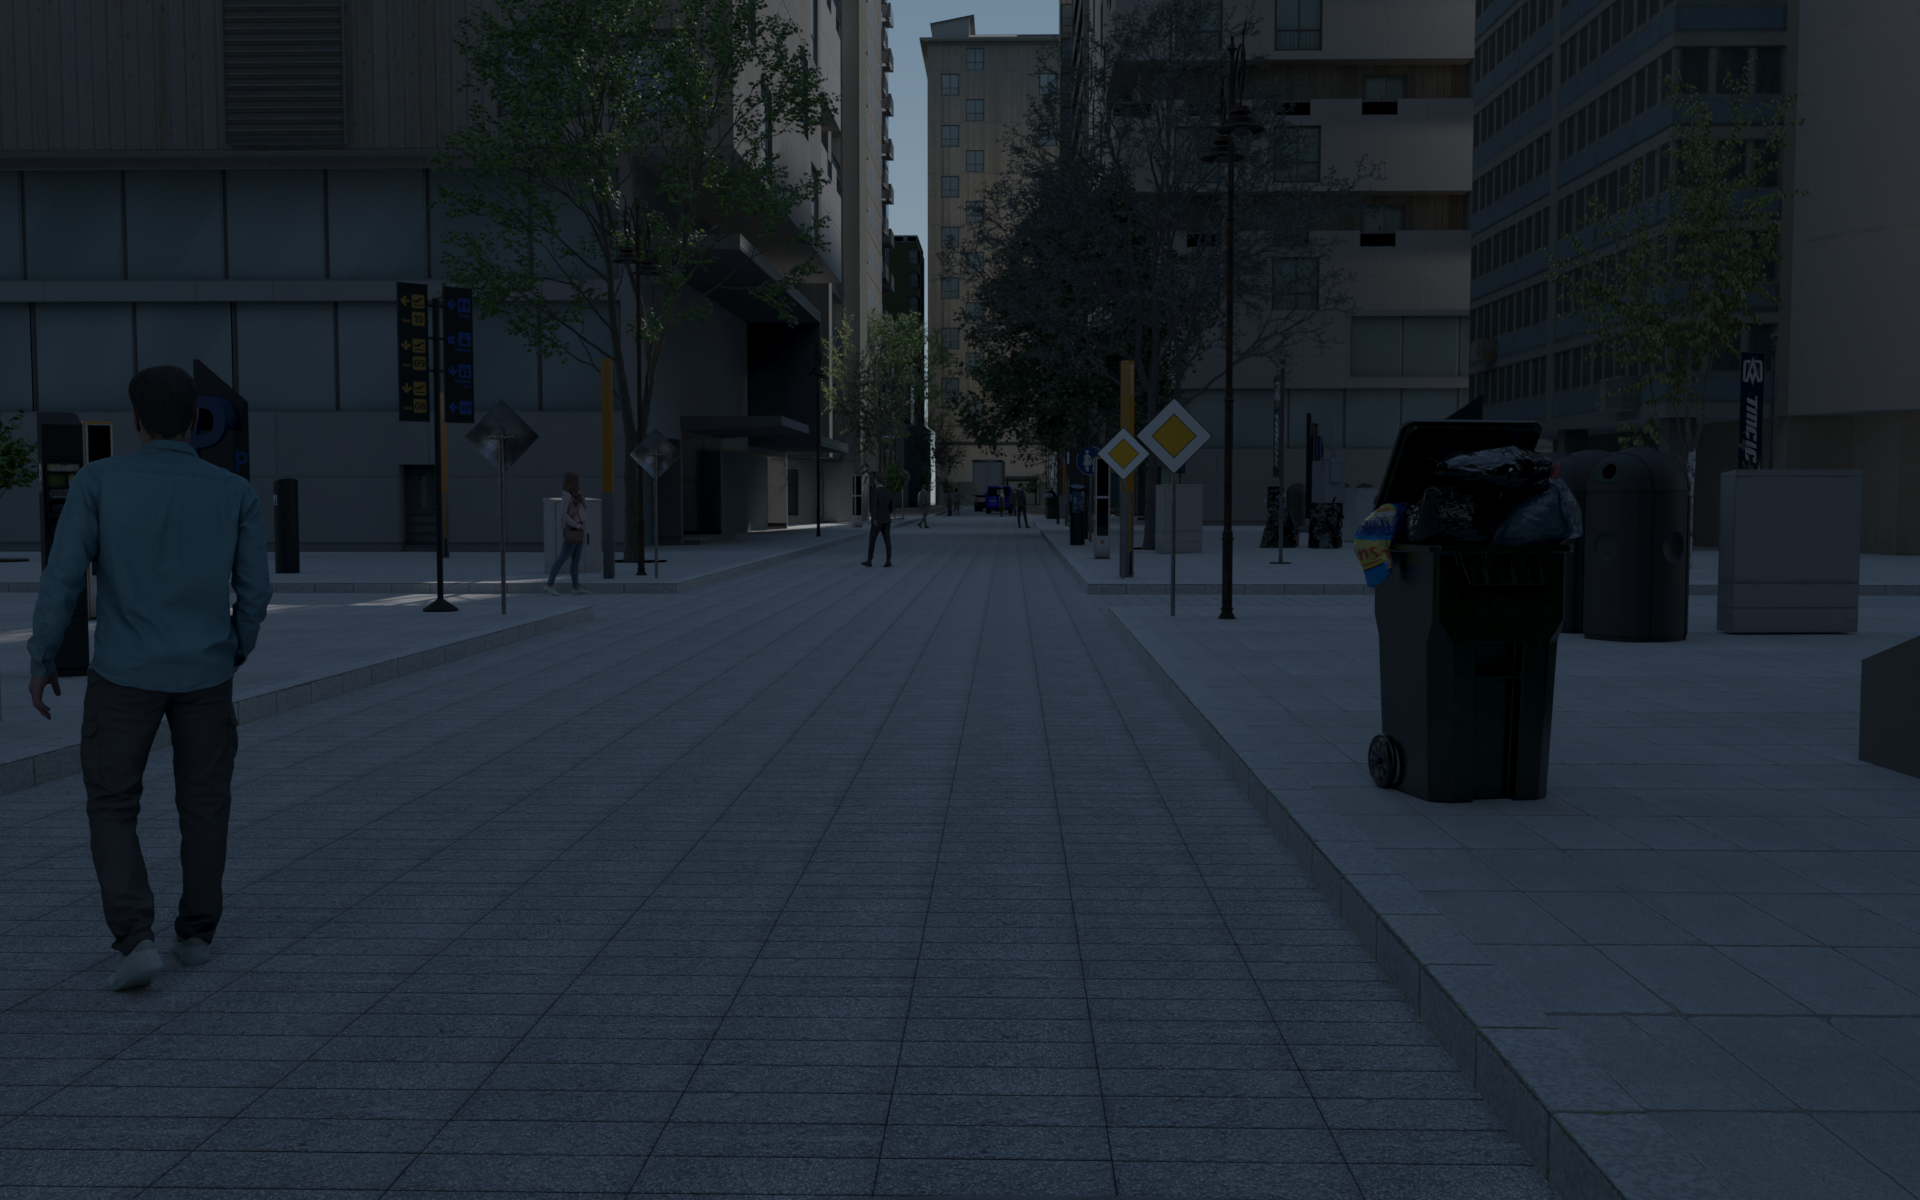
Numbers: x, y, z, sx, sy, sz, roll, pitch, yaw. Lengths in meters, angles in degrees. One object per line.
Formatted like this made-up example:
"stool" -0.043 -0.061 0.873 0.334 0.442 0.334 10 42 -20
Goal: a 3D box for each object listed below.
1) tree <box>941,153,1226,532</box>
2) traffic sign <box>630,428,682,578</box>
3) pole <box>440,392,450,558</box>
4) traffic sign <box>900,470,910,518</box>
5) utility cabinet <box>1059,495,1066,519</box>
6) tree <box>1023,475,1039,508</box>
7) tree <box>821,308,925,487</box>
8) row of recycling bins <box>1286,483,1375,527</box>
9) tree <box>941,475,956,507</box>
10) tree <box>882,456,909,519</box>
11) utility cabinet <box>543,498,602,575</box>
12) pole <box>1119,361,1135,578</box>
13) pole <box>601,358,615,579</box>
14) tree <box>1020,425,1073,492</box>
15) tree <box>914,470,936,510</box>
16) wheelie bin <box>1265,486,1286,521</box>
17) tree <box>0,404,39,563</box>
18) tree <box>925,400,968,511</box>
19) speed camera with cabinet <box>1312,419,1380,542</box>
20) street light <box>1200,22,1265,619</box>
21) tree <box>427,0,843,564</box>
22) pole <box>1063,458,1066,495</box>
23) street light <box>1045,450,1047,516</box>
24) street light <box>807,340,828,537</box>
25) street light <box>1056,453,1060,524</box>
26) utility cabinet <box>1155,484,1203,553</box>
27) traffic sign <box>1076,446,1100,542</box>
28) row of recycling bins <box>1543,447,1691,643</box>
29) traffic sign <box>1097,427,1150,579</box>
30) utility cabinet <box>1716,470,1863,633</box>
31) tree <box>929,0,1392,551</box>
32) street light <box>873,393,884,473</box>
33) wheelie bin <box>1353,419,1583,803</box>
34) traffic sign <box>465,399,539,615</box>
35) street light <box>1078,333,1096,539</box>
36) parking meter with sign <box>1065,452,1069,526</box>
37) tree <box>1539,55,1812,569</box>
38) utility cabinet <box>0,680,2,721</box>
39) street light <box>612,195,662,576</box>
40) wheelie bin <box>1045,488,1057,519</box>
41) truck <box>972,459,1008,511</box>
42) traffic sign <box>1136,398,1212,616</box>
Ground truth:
"tree" 4.119 -8.623 57.989 9.611 12.733 9.660 0 3 0
"traffic sign" -4.629 -1.390 26.365 0.795 2.450 0.064 0 4 2
"pole" -10.377 -2.500 34.725 0.158 3.312 0.155 0 3 0
"traffic sign" -2.962 -5.484 89.762 0.768 2.556 0.104 0 4 4
"utility cabinet" 5.193 -4.852 90.494 1.020 1.237 0.306 -2 4 -24
"tree" 6.998 -10.391 164.495 1.663 3.219 1.824 0 3 0
"tree" -3.912 -7.281 69.409 4.360 8.622 3.978 0 3 0
"row of recycling bins" 14.154 -3.593 65.853 3.534 1.692 1.069 -1 4 -11
"tree" -1.351 -11.223 178.094 1.663 3.219 1.824 0 3 0
"tree" -3.459 -5.699 87.782 1.663 3.219 1.824 0 3 0
"utility cabinet" -6.259 -1.032 28.033 0.306 1.237 1.020 2 4 33
"pole" 2.566 -2.003 26.593 0.158 3.312 0.155 0 3 0
"pole" -5.317 -1.976 26.151 0.158 3.312 0.155 0 3 0
"tree" 5.617 -9.400 104.048 4.360 8.622 3.978 0 3 0
"tree" -2.877 -8.887 139.906 1.663 3.219 1.824 0 3 0
"wheelie bin" 12.474 -3.694 68.311 0.980 1.594 0.693 1 4 20
"tree" -18.177 -2.327 32.649 1.663 3.219 1.824 0 3 0
"tree" -2.170 -10.861 127.935 4.360 8.622 3.978 0 3 0
"speed camera with cabinet" 10.300 -3.156 45.936 2.038 3.252 0.660 -2 4 -29
"street light" 2.745 -2.743 17.636 0.468 5.910 1.993 0 4 2
"tree" -6.042 -6.513 32.243 9.928 11.665 9.643 0 3 0
"pole" 5.944 -6.405 98.561 0.158 3.312 0.155 0 3 0
"street light" 4.953 -7.747 99.449 0.468 5.910 1.993 0 4 2
"street light" -4.270 -4.849 52.064 0.468 5.910 1.993 0 4 2
"street light" 4.217 -6.214 74.387 0.468 5.910 1.993 0 4 2
"utility cabinet" 4.733 -1.761 37.477 1.173 1.500 0.318 -3 5 -40
"traffic sign" 3.497 -2.829 46.367 0.768 2.556 0.104 0 4 8
"row of recycling bins" 5.791 -0.583 16.646 1.069 1.692 3.534 -1 4 -10
"traffic sign" 2.462 -1.376 26.144 0.795 2.450 0.064 0 4 2
"utility cabinet" 7.604 -0.442 15.902 1.173 1.500 0.318 0 4 -2
"tree" 4.520 -7.900 39.540 12.009 13.543 11.850 0 3 0
"street light" -3.585 -6.414 77.658 0.468 5.910 1.993 0 4 2
"wheelie bin" 2.203 0.030 7.412 0.980 1.594 0.693 -1 4 -12
"traffic sign" -4.855 -0.902 18.383 0.795 2.450 0.064 0 4 2
"street light" 3.582 -4.664 49.037 0.468 5.910 1.993 0 4 2
"parking meter with sign" 4.489 -4.519 70.147 0.543 3.016 1.738 0 4 6
"tree" 12.438 -4.854 29.719 4.737 8.622 4.395 0 3 0
"utility cabinet" -5.944 0.086 9.752 1.020 1.237 0.306 1 4 12
"street light" -5.030 -3.326 27.161 0.468 5.910 1.993 0 4 2
"wheelie bin" 4.670 -4.939 88.655 0.693 1.594 0.980 0 4 -2
"truck" 2.520 -9.596 145.813 2.839 4.237 11.283 0 4 3
"traffic sign" 2.236 -0.888 18.162 0.795 2.450 0.064 0 4 2
